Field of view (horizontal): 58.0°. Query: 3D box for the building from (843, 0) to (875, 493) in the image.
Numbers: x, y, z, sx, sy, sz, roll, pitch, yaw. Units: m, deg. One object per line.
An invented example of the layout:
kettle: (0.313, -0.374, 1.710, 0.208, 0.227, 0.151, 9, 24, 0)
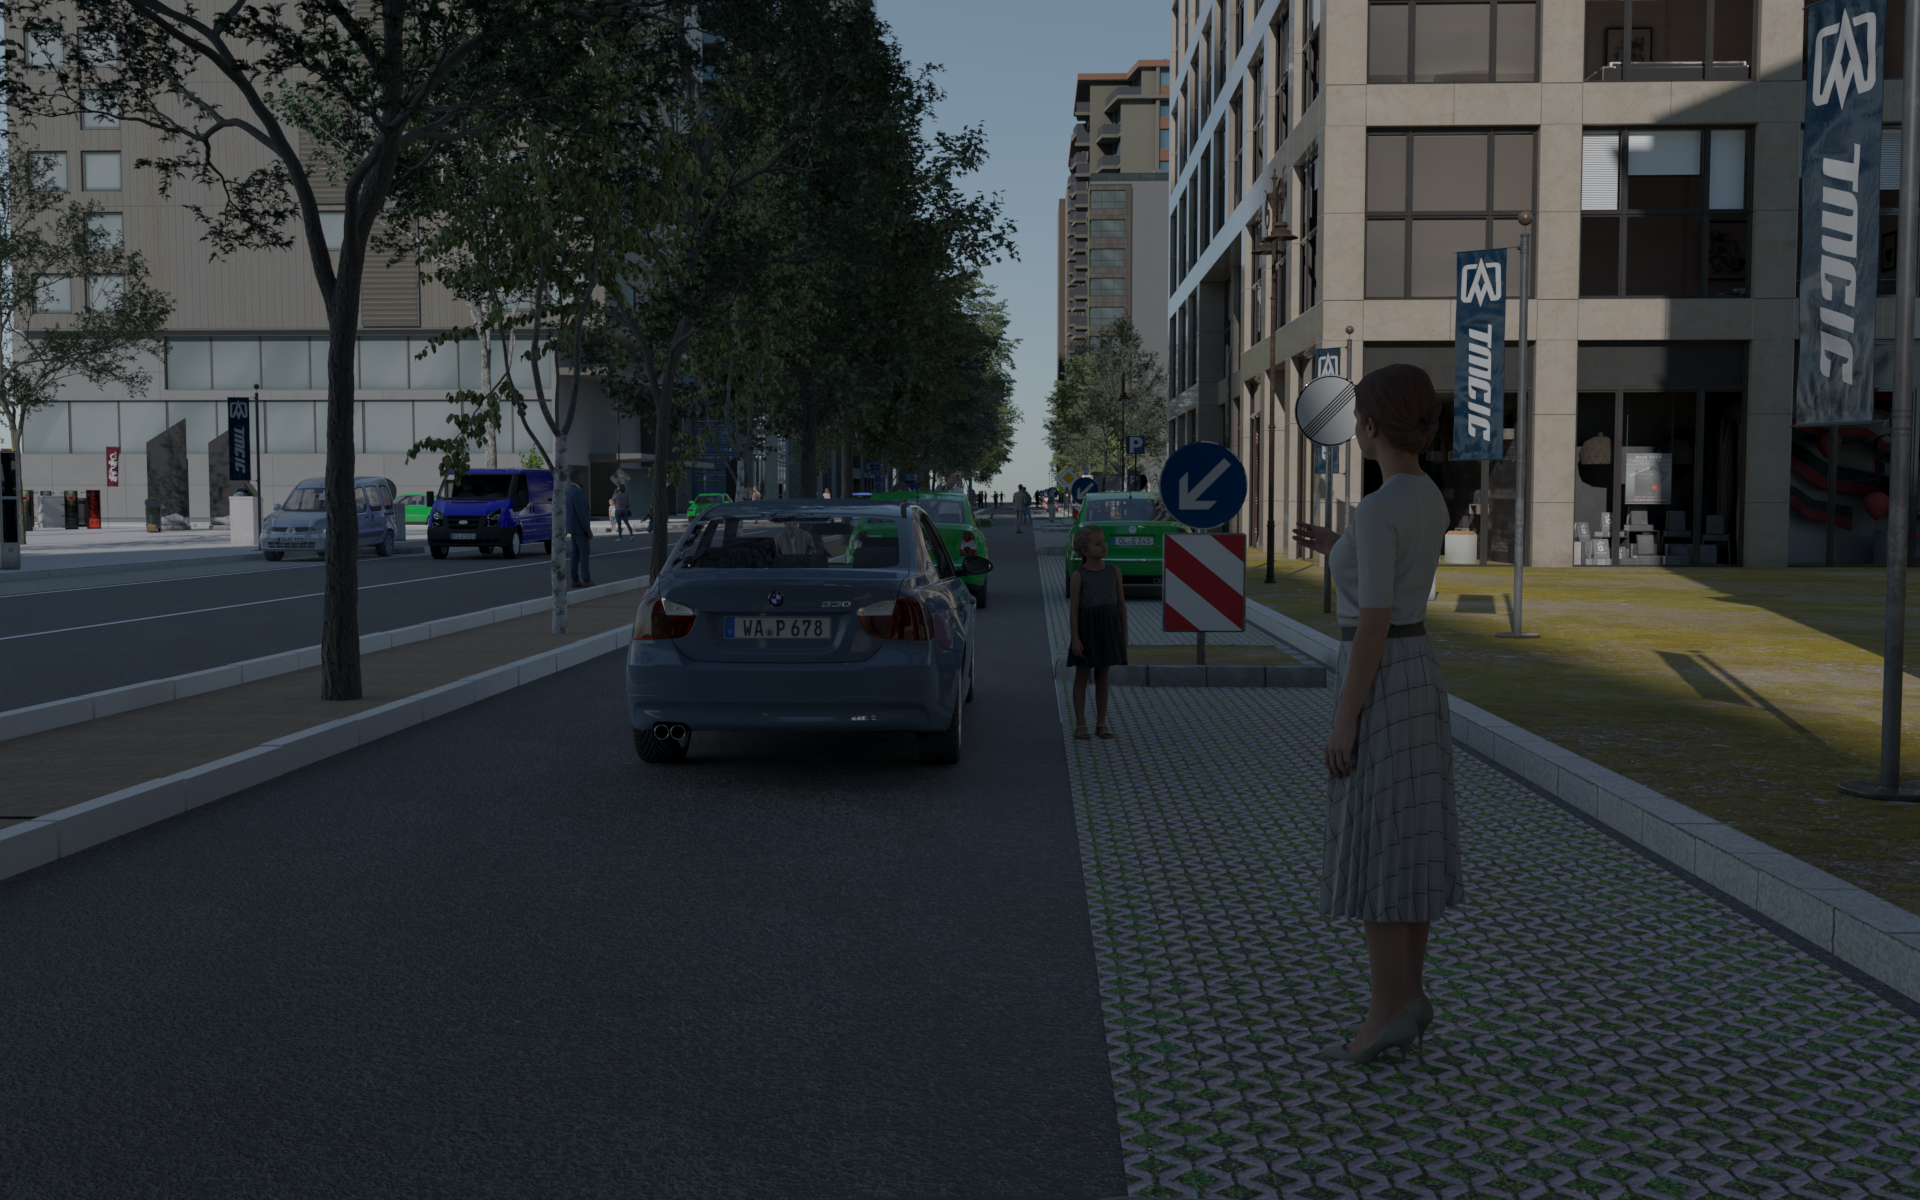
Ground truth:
building: (-20.989, -47.177, 209.596, 20.563, 71.187, 20.611, 0, 4, 2)

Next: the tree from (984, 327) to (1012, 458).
tree: (-2.668, -7.657, 62.058, 8.767, 10.594, 7.601, 0, 4, 2)

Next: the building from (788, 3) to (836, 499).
building: (-23.777, -37.989, 163.120, 21.231, 58.520, 28.212, 0, 4, 2)

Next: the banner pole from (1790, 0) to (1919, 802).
banner pole: (3.915, -1.070, 7.511, 0.401, 3.779, 0.863, -1, 4, -14)

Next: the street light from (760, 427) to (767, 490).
street light: (-13.047, -8.656, 114.313, 0.468, 5.910, 1.993, 0, 4, 2)

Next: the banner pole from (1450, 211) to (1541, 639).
banner pole: (4.820, -1.563, 15.573, 0.863, 3.779, 0.401, 3, 4, 38)

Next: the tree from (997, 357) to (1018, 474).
tree: (0.016, -11.900, 115.149, 7.486, 12.596, 7.792, 0, 3, 0)

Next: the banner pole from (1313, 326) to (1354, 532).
banner pole: (5.643, -2.202, 26.021, 0.401, 3.779, 0.863, -3, 5, -40)

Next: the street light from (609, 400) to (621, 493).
street light: (-14.644, -6.213, 74.363, 0.468, 5.910, 1.993, 0, 4, 2)

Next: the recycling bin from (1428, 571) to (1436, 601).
recycling bin: (5.269, -0.515, 20.978, 0.722, 1.027, 0.722, -1, 4, -22)

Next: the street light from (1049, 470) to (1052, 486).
street light: (15.862, -20.479, 307.611, 0.468, 5.910, 1.993, 0, 4, 2)

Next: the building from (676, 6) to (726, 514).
building: (-23.877, -49.681, 124.958, 22.319, 86.520, 31.000, 0, 4, 2)

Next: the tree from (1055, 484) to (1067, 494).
tree: (11.642, -12.626, 201.041, 1.663, 3.219, 1.824, 0, 3, 0)

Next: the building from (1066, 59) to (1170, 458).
building: (22.731, -32.077, 179.076, 22.147, 44.769, 28.867, 0, 4, 2)

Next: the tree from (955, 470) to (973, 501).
tree: (0.585, -11.344, 138.289, 4.737, 8.622, 4.395, 0, 3, 0)

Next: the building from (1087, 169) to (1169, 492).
building: (18.596, -23.635, 158.130, 14.160, 30.474, 14.107, 0, 4, 2)

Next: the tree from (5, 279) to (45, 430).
tree: (-30.116, -6.263, 52.755, 4.360, 8.622, 3.978, 0, 3, 0)

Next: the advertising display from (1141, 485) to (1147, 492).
advertising display: (12.555, -6.996, 119.590, 0.123, 1.923, 0.974, -2, 4, -33)

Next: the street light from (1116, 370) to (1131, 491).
street light: (6.111, -5.637, 64.960, 0.468, 5.910, 1.993, 0, 4, 2)

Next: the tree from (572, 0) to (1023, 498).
tree: (-3.412, -7.298, 38.789, 9.611, 12.733, 9.660, 0, 3, 0)

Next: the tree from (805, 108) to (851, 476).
tree: (-3.880, -4.734, 30.213, 4.737, 8.622, 4.395, 0, 3, 0)

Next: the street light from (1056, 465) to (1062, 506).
street light: (12.558, -15.351, 223.770, 0.468, 5.910, 1.993, 0, 4, 2)

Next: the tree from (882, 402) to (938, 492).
tree: (-2.304, -6.286, 55.597, 4.360, 8.622, 3.978, 0, 3, 0)

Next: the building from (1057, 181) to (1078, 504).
building: (21.293, -36.981, 254.750, 14.600, 45.320, 14.200, 0, 4, 2)

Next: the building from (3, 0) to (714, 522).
building: (-28.563, -30.564, 88.967, 28.713, 52.752, 27.495, 0, 4, 2)

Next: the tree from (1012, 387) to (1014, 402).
tree: (-1.488, -9.336, 89.505, 8.767, 10.594, 7.601, 0, 4, 2)

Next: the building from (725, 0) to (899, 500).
building: (-19.642, -57.195, 247.813, 22.319, 86.520, 31.000, 0, 4, 2)

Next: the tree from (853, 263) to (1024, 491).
tree: (-1.543, -10.447, 79.920, 9.857, 13.997, 8.962, 0, 3, 0)

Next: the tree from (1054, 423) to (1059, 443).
tree: (8.340, -10.126, 115.926, 4.360, 8.622, 3.978, 0, 3, 0)

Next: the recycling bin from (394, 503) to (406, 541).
recycling bin: (-15.615, -2.123, 47.271, 0.722, 1.027, 0.722, -3, 5, -43)

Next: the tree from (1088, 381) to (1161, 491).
tree: (10.706, -9.737, 109.564, 4.737, 8.622, 4.395, 0, 3, 0)

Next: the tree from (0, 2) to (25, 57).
tree: (-15.818, -10.122, 21.381, 12.611, 20.169, 13.585, 0, 3, 0)

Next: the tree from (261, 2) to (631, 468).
tree: (-16.147, -12.181, 55.046, 12.611, 20.169, 13.585, 0, 3, 0)

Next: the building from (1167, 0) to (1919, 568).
building: (16.603, -14.788, 46.298, 19.350, 26.468, 34.151, 0, 4, 2)

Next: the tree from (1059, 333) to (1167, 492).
tree: (7.625, -7.899, 79.504, 4.360, 8.622, 3.978, 0, 3, 0)

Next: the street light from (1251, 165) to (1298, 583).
street light: (4.467, -3.179, 24.759, 0.468, 5.910, 1.993, 0, 4, 2)

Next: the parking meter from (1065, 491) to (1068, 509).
parking meter: (9.123, -8.521, 147.730, 0.372, 1.533, 0.369, 0, 3, 0)

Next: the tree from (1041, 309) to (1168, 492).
tree: (7.470, -9.321, 86.806, 7.601, 10.594, 8.767, 1, 4, 11)

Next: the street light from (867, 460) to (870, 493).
street light: (-10.159, -13.435, 192.448, 0.468, 5.910, 1.993, 0, 4, 2)

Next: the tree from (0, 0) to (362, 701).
tree: (-4.341, -4.558, 11.386, 8.767, 10.594, 7.601, 0, 4, 2)

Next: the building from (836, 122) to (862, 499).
building: (-22.407, -34.562, 188.782, 21.300, 48.544, 21.600, 0, 4, 2)

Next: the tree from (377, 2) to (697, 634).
tree: (-4.124, -3.968, 17.699, 4.737, 8.622, 4.395, 0, 3, 0)

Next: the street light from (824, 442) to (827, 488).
street light: (-11.665, -10.894, 150.907, 0.468, 5.910, 1.993, 0, 4, 2)

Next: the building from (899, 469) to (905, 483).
building: (-21.168, -26.626, 280.366, 27.650, 21.520, 28.899, 0, 4, 2)

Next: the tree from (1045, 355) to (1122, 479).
tree: (10.170, -13.591, 140.332, 7.486, 12.596, 7.792, 0, 3, 0)

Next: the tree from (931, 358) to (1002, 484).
tree: (-0.808, -10.873, 105.993, 9.928, 11.665, 9.643, 0, 3, 0)

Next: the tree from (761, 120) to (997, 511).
tree: (-3.034, -7.757, 47.418, 7.486, 12.596, 7.792, 0, 3, 0)

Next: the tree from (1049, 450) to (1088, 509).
tree: (9.859, -12.180, 149.509, 4.737, 8.622, 4.395, 0, 3, 0)

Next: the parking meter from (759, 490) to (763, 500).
parking meter: (-12.867, -6.291, 111.275, 0.372, 1.533, 0.369, 0, 3, 0)

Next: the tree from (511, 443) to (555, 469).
tree: (-15.847, -4.294, 64.812, 1.663, 3.219, 1.824, 0, 3, 0)
